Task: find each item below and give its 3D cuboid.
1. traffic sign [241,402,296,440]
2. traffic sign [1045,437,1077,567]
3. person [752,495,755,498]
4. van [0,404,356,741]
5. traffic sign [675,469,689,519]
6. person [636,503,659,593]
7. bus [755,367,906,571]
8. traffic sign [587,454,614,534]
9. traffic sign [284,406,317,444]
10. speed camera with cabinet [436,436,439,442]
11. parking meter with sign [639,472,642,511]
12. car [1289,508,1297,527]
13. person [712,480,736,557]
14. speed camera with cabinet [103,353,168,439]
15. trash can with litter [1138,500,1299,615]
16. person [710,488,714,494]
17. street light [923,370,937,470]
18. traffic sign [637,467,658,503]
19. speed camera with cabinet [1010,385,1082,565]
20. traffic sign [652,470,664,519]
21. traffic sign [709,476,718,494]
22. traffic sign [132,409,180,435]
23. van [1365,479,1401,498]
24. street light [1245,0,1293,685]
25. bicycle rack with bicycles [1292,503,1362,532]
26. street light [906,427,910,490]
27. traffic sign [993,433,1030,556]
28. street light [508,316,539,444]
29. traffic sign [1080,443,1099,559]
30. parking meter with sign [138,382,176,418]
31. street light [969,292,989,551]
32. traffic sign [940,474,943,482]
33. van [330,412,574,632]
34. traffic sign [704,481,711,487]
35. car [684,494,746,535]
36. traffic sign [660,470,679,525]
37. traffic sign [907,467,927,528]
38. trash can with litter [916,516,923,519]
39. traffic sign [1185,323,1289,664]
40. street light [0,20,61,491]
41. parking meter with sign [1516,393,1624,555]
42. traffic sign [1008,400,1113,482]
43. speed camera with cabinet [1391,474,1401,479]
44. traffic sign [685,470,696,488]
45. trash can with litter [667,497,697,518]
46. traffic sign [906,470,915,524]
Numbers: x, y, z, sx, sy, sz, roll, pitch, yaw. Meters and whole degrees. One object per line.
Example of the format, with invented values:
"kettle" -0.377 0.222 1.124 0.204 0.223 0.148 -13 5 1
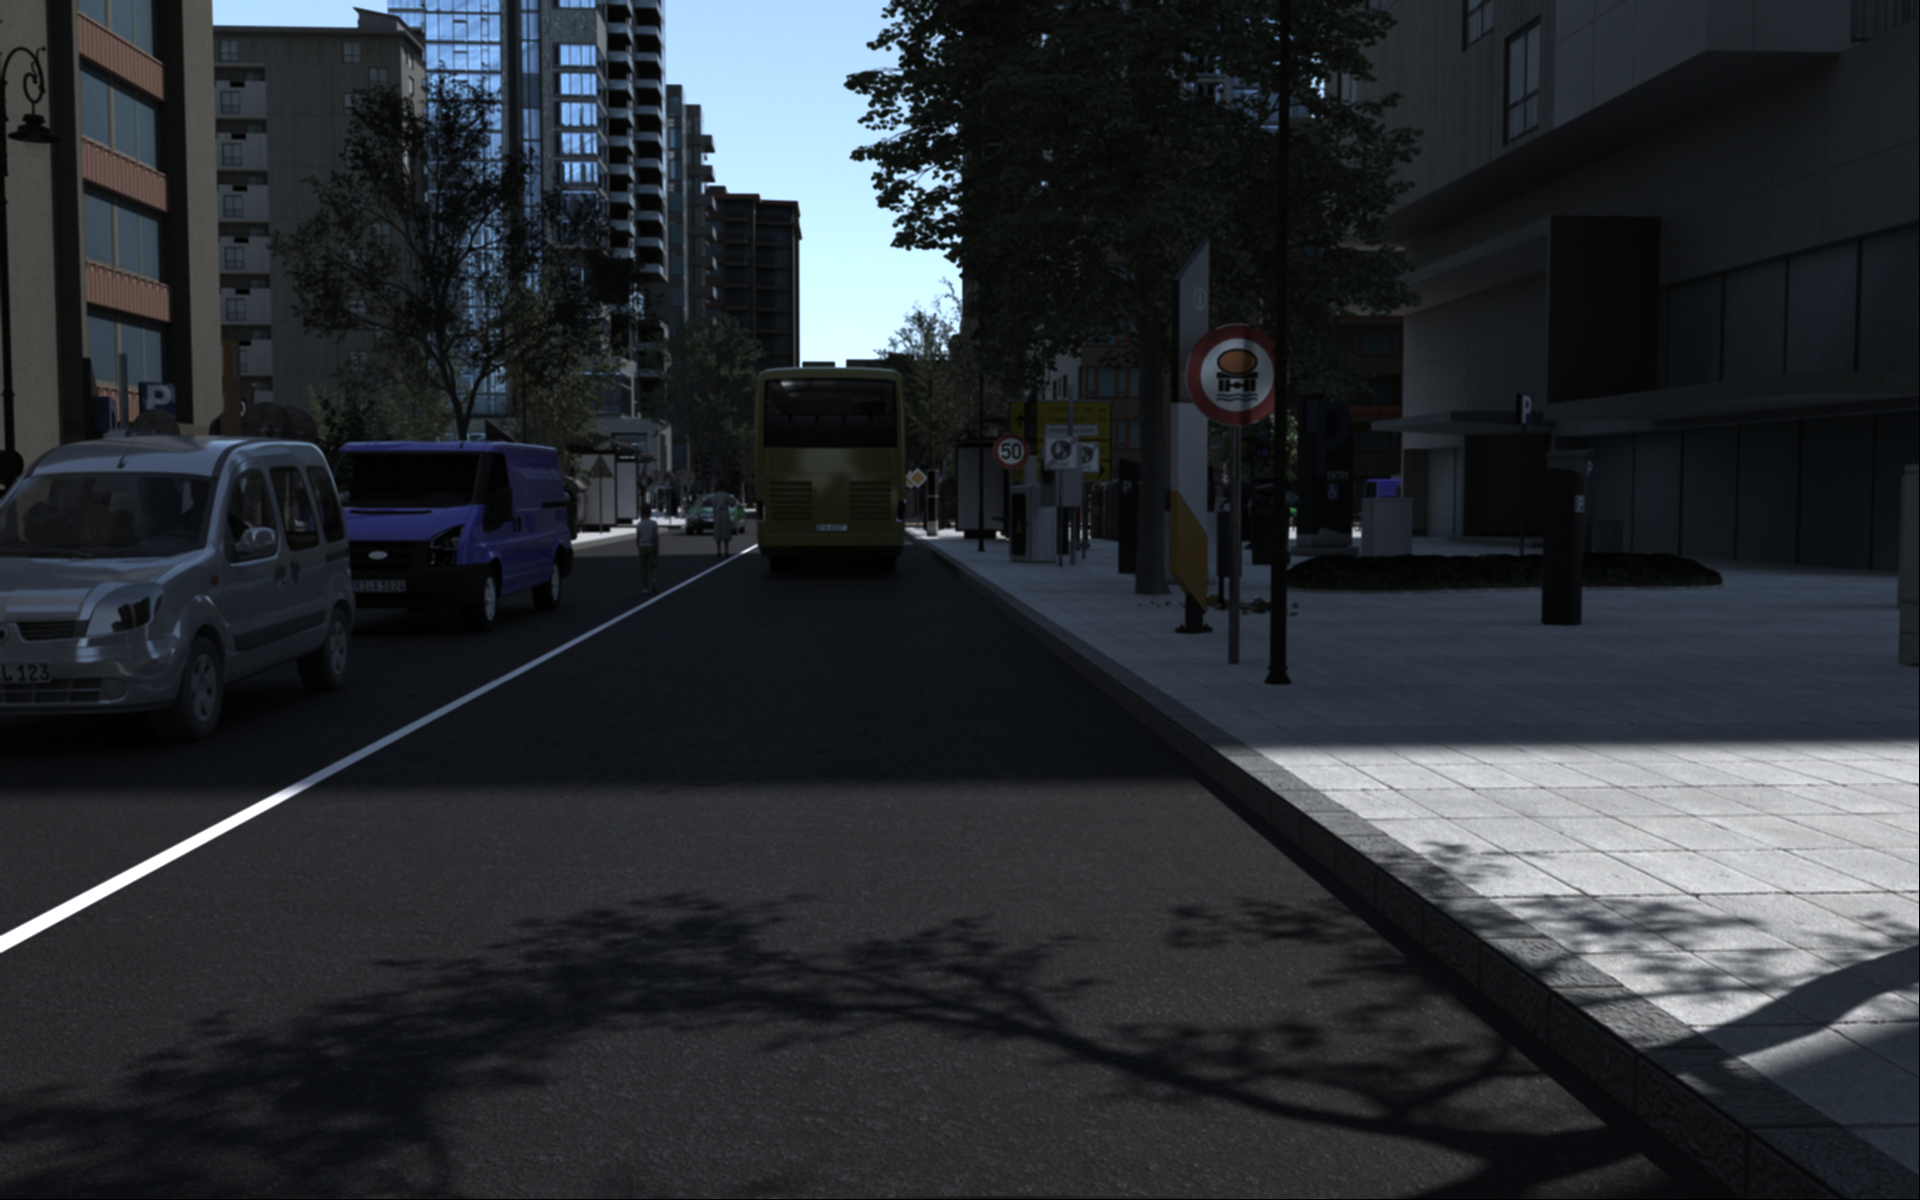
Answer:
"traffic sign" -9.551 -1.455 23.900 0.768 2.556 0.104 0 4 -2
"traffic sign" 1.777 -1.738 30.544 0.606 2.300 0.079 0 4 2
"person" -27.551 -13.413 227.880 0.705 1.814 1.350 3 4 37
"van" -5.296 -0.264 11.326 2.013 2.044 4.112 0 4 -3
"traffic sign" -14.131 -5.376 88.010 0.768 2.556 0.104 0 4 -3
"person" -4.489 -0.745 24.930 0.306 1.304 0.590 -1 4 -20
"bus" -2.553 -2.658 35.013 2.896 3.916 12.252 0 4 -4
"traffic sign" -11.603 -3.420 55.921 0.884 2.594 0.081 0 4 3
"traffic sign" -9.661 -1.524 25.018 0.768 2.556 0.104 0 4 1
"speed camera with cabinet" -17.782 -3.939 58.745 0.660 3.252 2.038 0 4 5
"parking meter with sign" -25.049 -8.447 134.375 0.543 3.016 1.738 2 4 25
"car" 11.439 -3.671 68.809 4.718 1.807 1.959 0 4 -5
"person" -5.360 -1.855 39.391 0.480 1.755 0.524 1 4 8
"speed camera with cabinet" -11.085 -1.837 24.374 2.038 3.252 0.660 2 4 24
"trash can with litter" 3.032 -0.501 19.252 1.678 1.210 2.233 -1 4 -12
"person" -10.392 -3.862 72.646 0.512 1.701 0.522 2 4 23
"street light" -1.111 -5.632 64.864 0.468 5.910 1.993 0 4 -3
"traffic sign" -11.671 -3.731 64.641 0.795 2.450 0.064 0 4 -3
"speed camera with cabinet" 1.573 -2.306 32.045 0.660 3.252 2.038 -1 4 -22
"traffic sign" -15.889 -5.551 90.864 0.768 2.556 0.104 0 4 1
"traffic sign" -17.321 -7.421 121.433 0.768 2.556 0.104 0 4 6
"traffic sign" -12.015 -1.576 25.874 0.768 2.556 0.104 0 4 5
"van" 19.370 -4.089 71.246 5.245 2.365 2.240 0 4 -4
"street light" 2.154 -2.372 11.564 0.468 5.910 1.993 0 4 -3
"bicycle rack with bicycles" 12.774 -2.851 59.996 2.852 0.926 2.925 0 4 -6
"street light" -2.848 -7.426 94.210 0.468 5.910 1.993 0 4 -3
"traffic sign" 1.063 -2.196 36.009 0.768 2.556 0.104 0 4 1
"street light" -10.772 -4.286 42.869 0.468 5.910 1.993 0 4 -3
"traffic sign" 2.452 -1.966 34.273 0.606 2.300 0.079 0 4 2
"parking meter with sign" -13.200 -1.921 27.671 1.738 3.016 0.543 3 4 38
"street light" 0.476 -4.027 38.637 0.468 5.910 1.993 0 4 -3
"traffic sign" -1.337 -6.560 107.357 0.768 2.556 0.104 0 4 -3
"van" -5.873 -0.941 19.770 2.240 2.365 5.245 0 4 -2
"traffic sign" -17.872 -7.558 123.674 0.768 2.556 0.104 0 4 6
"car" -8.744 -3.083 62.202 2.131 1.459 4.920 0 4 -2
"traffic sign" -12.159 -4.218 72.612 0.795 2.450 0.064 0 4 -3
"traffic sign" -1.594 -3.767 65.236 0.795 2.450 0.064 0 4 -3
"trash can with litter" -1.779 -4.759 88.873 1.678 1.210 2.233 2 4 24
"traffic sign" 2.072 -0.790 13.029 0.768 2.556 0.104 0 4 4
"street light" -9.145 -2.680 16.598 0.468 5.910 1.993 0 4 -3
"parking meter with sign" 10.431 -2.039 29.605 1.738 3.016 0.543 3 5 40
"traffic sign" 2.161 -2.665 37.447 2.265 3.308 0.079 0 4 -2
"speed camera with cabinet" 31.124 -7.762 121.245 2.038 3.252 0.660 0 4 6
"traffic sign" -14.300 -5.572 91.202 0.768 2.556 0.104 0 4 2
"trash can with litter" -14.584 -4.991 92.659 2.233 1.210 1.678 1 4 23
"traffic sign" -2.082 -4.255 73.206 0.795 2.450 0.064 0 4 -3
